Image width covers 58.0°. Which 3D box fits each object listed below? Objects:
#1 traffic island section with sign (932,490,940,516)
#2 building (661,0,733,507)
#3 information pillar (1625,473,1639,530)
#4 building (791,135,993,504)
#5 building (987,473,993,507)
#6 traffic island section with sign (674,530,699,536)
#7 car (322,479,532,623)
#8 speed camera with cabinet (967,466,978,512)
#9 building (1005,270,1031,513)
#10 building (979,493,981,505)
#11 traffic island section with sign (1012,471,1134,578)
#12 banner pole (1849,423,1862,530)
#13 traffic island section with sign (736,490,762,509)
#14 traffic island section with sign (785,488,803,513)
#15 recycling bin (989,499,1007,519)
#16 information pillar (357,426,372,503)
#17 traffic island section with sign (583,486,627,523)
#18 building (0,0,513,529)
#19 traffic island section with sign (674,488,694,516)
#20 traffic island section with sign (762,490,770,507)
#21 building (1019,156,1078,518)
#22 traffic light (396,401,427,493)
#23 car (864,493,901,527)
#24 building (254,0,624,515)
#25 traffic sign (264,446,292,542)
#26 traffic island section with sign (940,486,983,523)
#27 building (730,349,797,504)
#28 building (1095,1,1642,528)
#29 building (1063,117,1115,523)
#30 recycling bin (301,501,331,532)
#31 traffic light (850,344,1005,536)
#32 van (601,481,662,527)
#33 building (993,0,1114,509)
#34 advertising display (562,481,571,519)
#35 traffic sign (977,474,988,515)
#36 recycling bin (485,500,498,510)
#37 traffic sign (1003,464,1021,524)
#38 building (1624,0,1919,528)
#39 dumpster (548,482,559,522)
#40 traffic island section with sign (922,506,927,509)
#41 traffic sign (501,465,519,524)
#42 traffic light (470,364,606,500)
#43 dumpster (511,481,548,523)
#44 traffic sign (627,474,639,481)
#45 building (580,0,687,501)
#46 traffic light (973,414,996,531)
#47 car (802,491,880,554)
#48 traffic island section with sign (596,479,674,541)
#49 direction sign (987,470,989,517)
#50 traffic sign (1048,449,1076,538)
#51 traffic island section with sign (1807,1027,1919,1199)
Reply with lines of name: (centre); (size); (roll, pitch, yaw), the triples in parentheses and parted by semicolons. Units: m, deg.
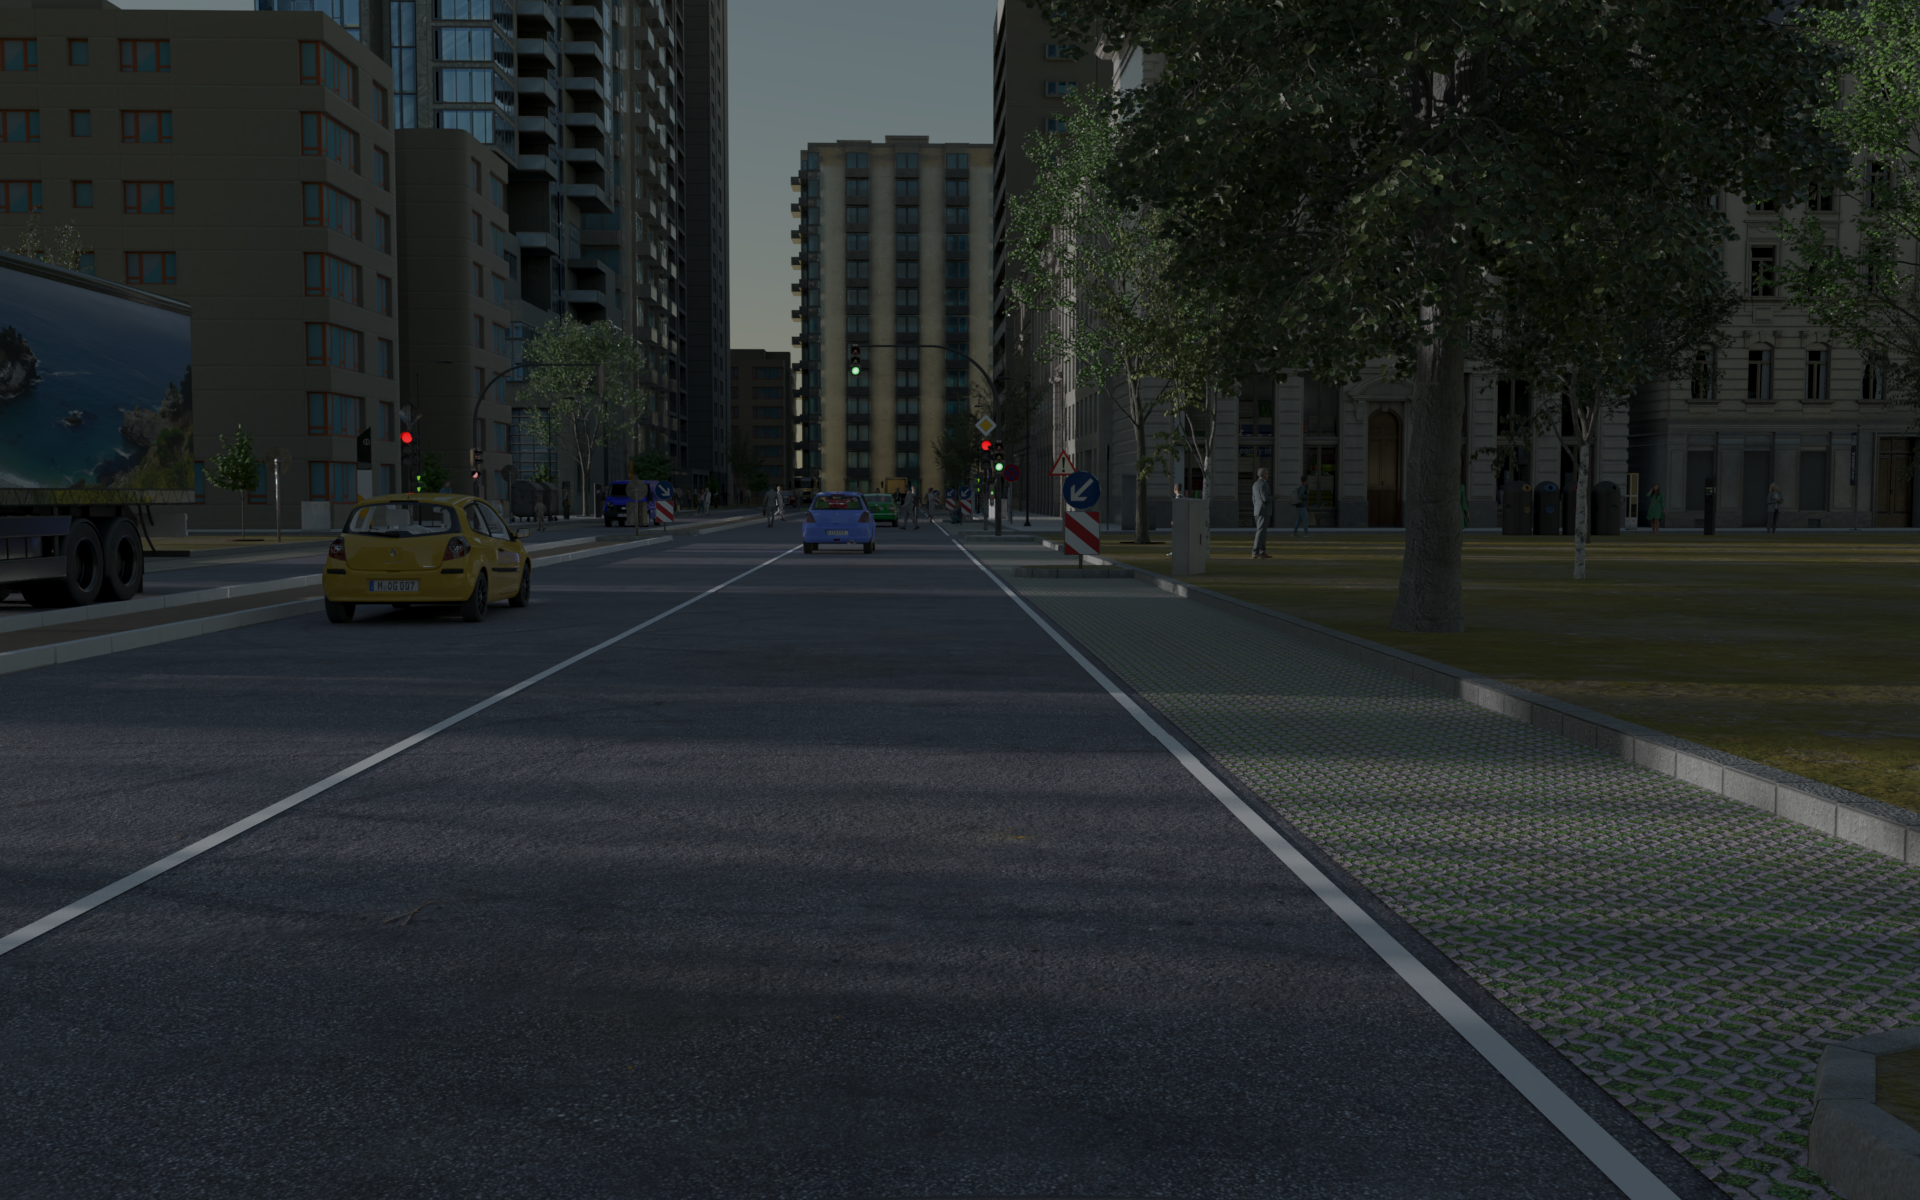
traffic island section with sign: (-0.764, -6.426, 113.699); (1.989, 1.847, 2.006); (0, 4, -2)
building: (-37.364, -46.383, 196.610); (20.611, 71.187, 20.563); (0, 4, -2)
information pillar: (23.788, -3.476, 61.332); (0.304, 2.012, 0.304); (-1, 4, -10)
building: (-7.197, -37.575, 233.967); (30.456, 49.044, 23.786); (0, 4, -2)
building: (13.070, -45.000, 174.004); (20.563, 71.187, 20.611); (0, 4, -2)
traffic island section with sign: (-10.205, -3.193, 60.348); (2.006, 1.907, 1.989); (0, 4, -2)
car: (-6.262, -0.642, 20.716); (2.015, 1.641, 3.980); (0, 4, -3)
speed camera with cabinet: (0.940, -7.817, 122.136); (0.660, 3.252, 2.038); (1, 4, 9)
building: (9.157, -16.047, 126.991); (10.561, 19.102, 19.286); (0, 4, -2)
building: (18.410, -30.924, 197.496); (32.217, 40.220, 23.993); (0, 4, -2)
traffic island section with sign: (1.931, -1.317, 30.155); (1.989, 1.847, 2.006); (0, 4, -2)
banner pole: (31.837, -4.380, 61.633); (0.401, 3.779, 0.863); (0, 4, 7)
traffic island section with sign: (-19.862, -9.392, 162.194); (1.989, 1.847, 2.006); (0, 4, -2)
traffic island section with sign: (-12.636, -7.787, 135.447); (2.006, 1.907, 1.989); (0, 4, -2)
recycling bin: (1.952, -4.672, 88.936); (0.722, 1.027, 0.722); (-2, 4, -25)
information pillar: (-20.443, -4.169, 59.520); (0.504, 3.616, 0.183); (-1, 4, -18)
traffic island section with sign: (-17.379, -4.676, 85.078); (1.989, 1.847, 2.006); (0, 4, -2)
building: (-37.044, -14.144, 76.293); (27.650, 21.520, 28.899); (0, 4, -2)
traffic island section with sign: (-18.248, -6.326, 112.060); (1.989, 1.847, 2.006); (0, 4, -2)
traffic island section with sign: (-20.720, -11.040, 189.135); (1.989, 1.847, 2.006); (0, 4, -2)
building: (10.970, -16.076, 104.635); (13.314, 21.916, 24.055); (0, 4, -2)
traffic light: (-16.605, -3.880, 52.362); (0.839, 4.253, 0.868); (0, 4, -2)
car: (-3.606, -4.136, 76.422); (1.959, 1.807, 4.718); (0, 4, -1)
building: (-34.970, -49.211, 117.269); (22.319, 86.520, 31.000); (0, 4, -2)
traffic sign: (-18.168, -2.816, 46.146); (0.768, 2.556, 0.104); (0, 4, 7)
traffic island section with sign: (0.121, -4.752, 86.316); (1.989, 1.847, 2.006); (0, 4, -2)
building: (-37.508, -23.878, 235.441); (28.899, 21.520, 27.650); (0, 4, -2)
building: (15.889, -14.704, 69.289); (19.941, 23.489, 11.050); (0, 4, -2)
building: (10.975, -14.008, 83.783); (10.420, 20.320, 16.860); (0, 4, -2)
recycling bin: (-22.198, -2.883, 59.687); (0.722, 1.027, 0.722); (3, 5, 43)
traffic light: (-0.942, -4.775, 52.740); (4.771, 5.953, 1.251); (0, 4, -2)
van: (-14.487, -4.430, 76.819); (2.240, 2.365, 5.245); (0, 4, -2)
building: (14.104, -32.413, 153.652); (21.300, 48.544, 21.600); (0, 4, -2)
advertising display: (-19.929, -5.045, 87.697); (0.123, 1.923, 0.974); (-2, 4, -30)
traffic sign: (1.442, -6.591, 107.873); (0.768, 2.556, 0.104); (0, 4, 6)
recycling bin: (-19.131, -3.531, 70.279); (0.722, 1.027, 0.722); (1, 4, 11)
traffic sign: (2.206, -4.521, 74.030); (0.768, 2.556, 0.104); (0, 4, 7)
building: (35.195, -13.461, 69.246); (18.267, 20.994, 9.793); (0, 4, -2)
dumpster: (-19.488, -4.584, 80.708); (1.264, 1.857, 1.865); (0, 4, -2)
traffic island section with sign: (-2.350, -9.449, 163.111); (1.989, 1.847, 2.006); (0, 4, -2)
traffic sign: (-19.382, -4.557, 74.610); (0.768, 2.556, 0.104); (0, 4, 3)
traffic light: (-14.775, -5.246, 60.446); (4.771, 5.953, 1.251); (0, 4, -2)
dumpster: (-19.646, -4.453, 78.573); (1.264, 1.857, 1.865); (0, 4, -2)
traffic sign: (-20.843, -6.747, 110.415); (0.768, 2.556, 0.104); (0, 4, 8)
building: (-36.841, -32.445, 150.076); (23.786, 49.044, 30.456); (0, 4, -2)
traffic light: (0.889, -4.404, 60.929); (0.839, 4.253, 0.868); (0, 4, -2)
car: (-2.962, -2.035, 42.869); (1.945, 1.707, 3.694); (0, 4, -1)
traffic island section with sign: (-9.976, -2.741, 52.944); (2.006, 1.907, 1.989); (0, 4, -2)
direction sign: (1.490, -6.380, 96.304); (0.379, 3.537, 0.876); (-1, 4, -15)
traffic sign: (3.014, -3.085, 50.440); (0.884, 2.594, 0.081); (0, 4, 4)
traffic island section with sign: (2.798, 0.331, 3.214); (1.989, 1.847, 2.006); (0, 4, -2)
